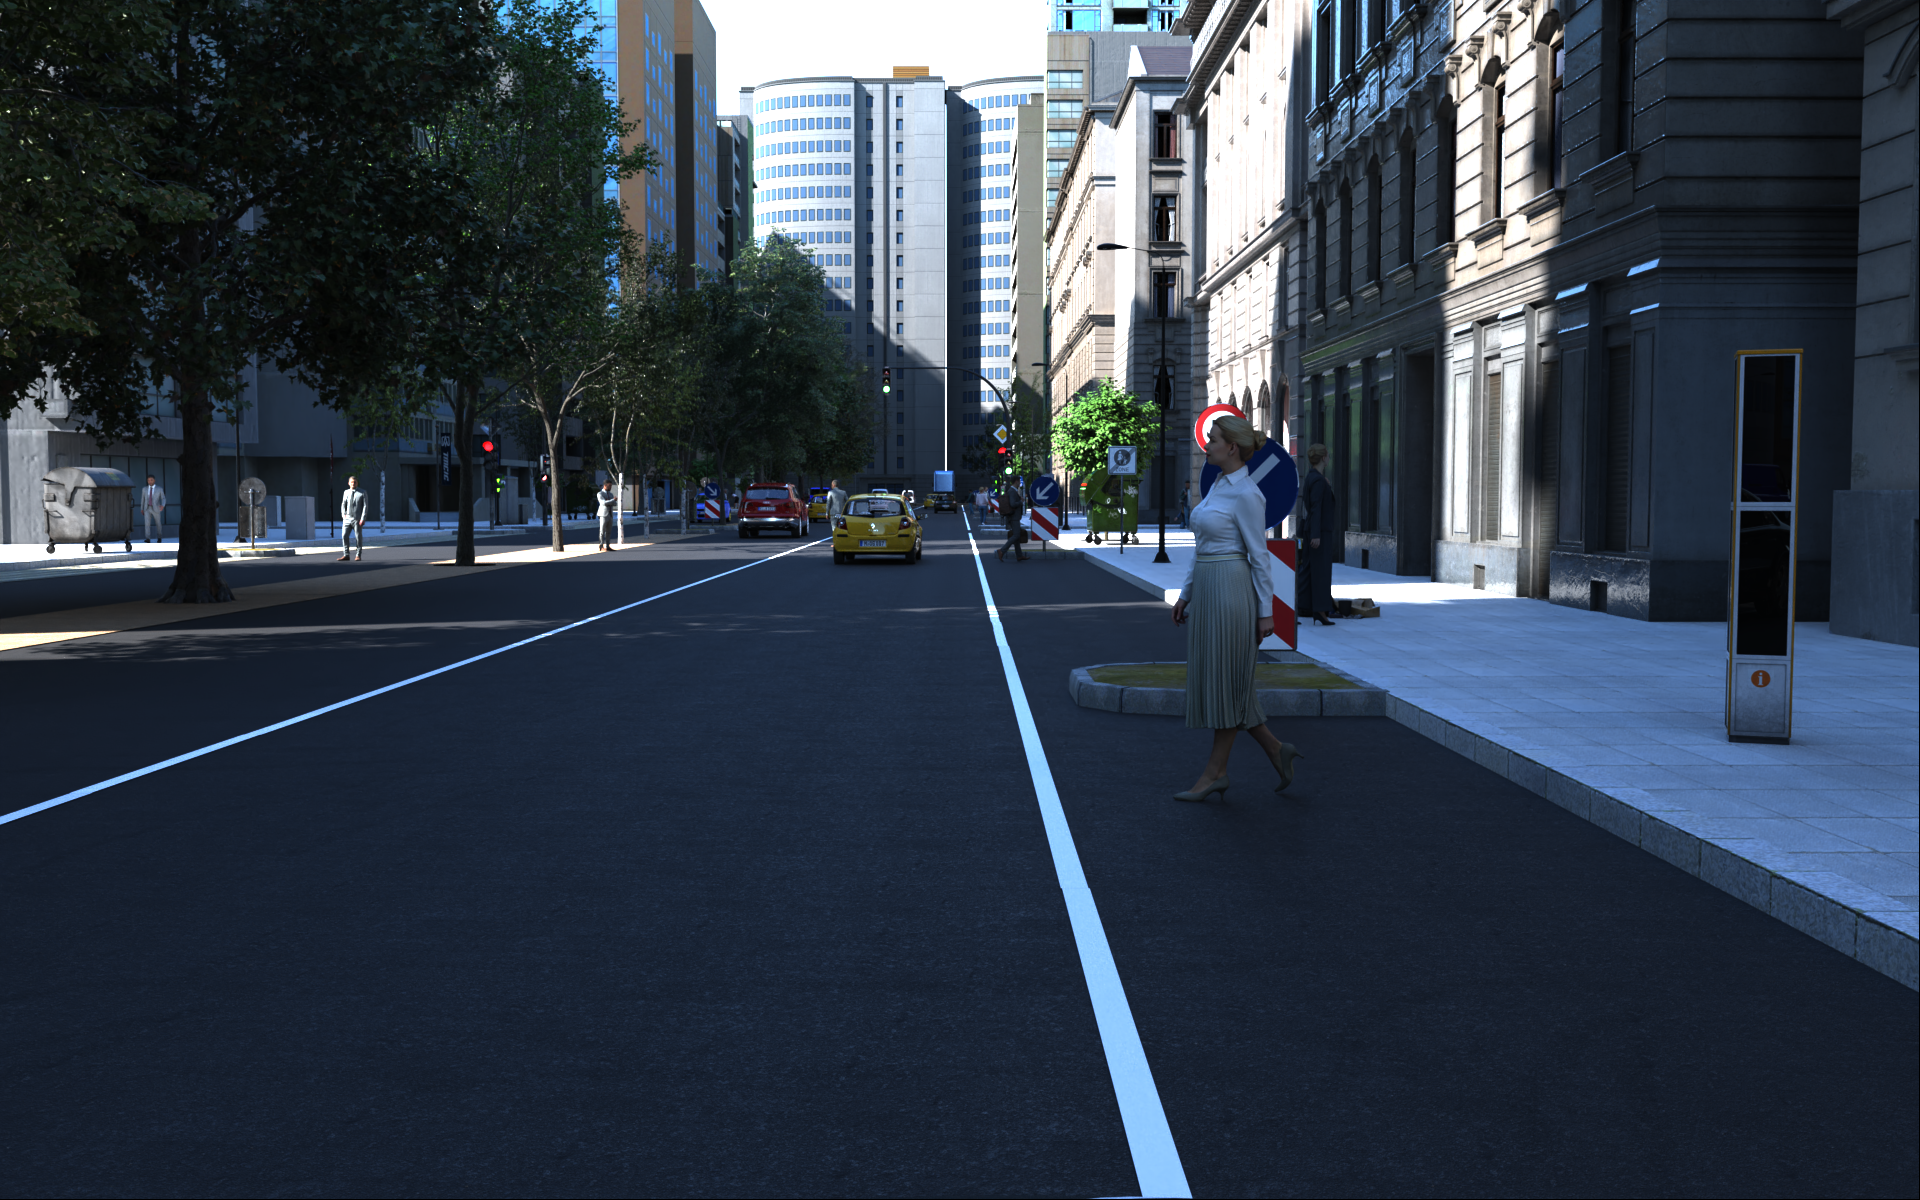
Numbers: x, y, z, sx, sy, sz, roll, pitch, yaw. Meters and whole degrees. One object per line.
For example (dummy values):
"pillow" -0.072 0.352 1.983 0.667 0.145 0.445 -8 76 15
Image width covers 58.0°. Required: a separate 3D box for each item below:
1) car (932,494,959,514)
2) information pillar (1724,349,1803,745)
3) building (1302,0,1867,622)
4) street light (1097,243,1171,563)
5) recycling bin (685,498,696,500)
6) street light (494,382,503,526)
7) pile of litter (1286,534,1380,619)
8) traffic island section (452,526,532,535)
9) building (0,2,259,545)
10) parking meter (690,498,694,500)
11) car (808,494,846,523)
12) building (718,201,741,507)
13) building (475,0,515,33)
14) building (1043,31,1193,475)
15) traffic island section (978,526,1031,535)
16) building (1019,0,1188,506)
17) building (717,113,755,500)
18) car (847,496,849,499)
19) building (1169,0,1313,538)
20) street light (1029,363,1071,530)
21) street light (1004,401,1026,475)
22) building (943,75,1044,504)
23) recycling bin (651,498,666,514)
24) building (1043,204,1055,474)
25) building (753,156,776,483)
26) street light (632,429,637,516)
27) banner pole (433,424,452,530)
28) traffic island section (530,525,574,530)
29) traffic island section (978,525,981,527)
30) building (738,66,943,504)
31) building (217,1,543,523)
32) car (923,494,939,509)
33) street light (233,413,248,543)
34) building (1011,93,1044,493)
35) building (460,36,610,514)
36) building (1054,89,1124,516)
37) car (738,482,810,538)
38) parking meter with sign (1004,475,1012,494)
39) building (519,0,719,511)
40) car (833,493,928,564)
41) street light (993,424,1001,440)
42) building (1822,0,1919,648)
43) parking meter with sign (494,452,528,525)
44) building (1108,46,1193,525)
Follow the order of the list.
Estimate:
"car" -1.059 -7.285 128.890 2.009 1.686 4.222 0 4 0
"information pillar" 4.155 -0.274 8.969 0.304 2.012 0.304 1 4 21
"building" 11.586 -10.794 25.640 9.793 20.994 18.267 0 3 0
"street light" 3.234 -3.651 32.238 1.470 5.913 1.316 0 3 0
"recycling bin" -18.928 -6.684 121.829 0.722 1.027 0.722 2 4 23
"street light" -18.137 -5.951 69.833 1.470 5.913 1.316 0 3 0
"pile of litter" 3.885 -0.284 18.615 1.176 0.858 1.719 0 4 2
"traffic island section" -16.798 -2.435 62.092 2.009 0.180 2.903 0 3 0
"building" -29.013 -22.375 49.424 14.086 41.232 14.154 0 3 0
"parking meter" -18.602 -6.979 119.817 0.399 1.863 0.255 3 4 37
"car" -6.745 -4.747 87.836 2.015 1.641 3.980 0 4 2
"building" -29.128 -24.203 167.420 14.160 30.474 14.107 0 3 0
"building" -30.120 -29.638 134.695 14.600 45.320 14.200 0 3 0
"building" 14.513 -28.963 157.142 14.154 41.232 14.086 0 3 0
"traffic island section" 1.744 -2.435 62.099 2.009 0.180 2.903 0 3 0
"building" 17.818 -52.941 178.262 22.319 86.520 31.000 0 3 0
"building" -29.330 -30.456 181.550 14.154 41.232 14.086 0 3 0
"car" -13.390 -11.169 195.196 1.945 1.354 3.894 0 4 1
"building" 13.678 -12.534 46.735 13.314 21.916 24.055 0 3 0
"street light" 3.232 -5.432 61.350 1.470 5.913 1.316 0 3 0
"street light" 3.080 -6.969 86.489 1.470 5.913 1.316 0 3 0
"building" 12.139 -42.772 241.324 28.212 58.520 21.231 0 3 0
"recycling bin" -19.056 -5.923 109.397 0.722 1.027 0.722 -3 4 -37
"building" 13.125 -20.509 132.584 12.463 27.353 25.104 0 3 0
"building" -37.607 -33.736 206.207 28.867 44.769 22.147 0 3 0
"street light" -18.211 -7.773 99.634 1.470 5.913 1.316 0 3 0
"banner pole" -18.568 -4.413 62.177 0.863 3.779 0.401 2 4 25
"traffic island section" -16.802 -2.923 70.078 2.009 0.180 2.903 0 3 0
"traffic island section" 1.739 -2.924 70.084 2.009 0.180 2.903 0 3 0
"building" -16.073 -42.804 241.836 28.212 58.520 21.231 0 3 0
"building" -38.647 -24.089 85.734 32.217 40.220 23.993 0 3 0
"car" -2.552 -9.504 165.610 2.015 1.641 3.980 0 4 1
"street light" -18.327 -4.445 45.216 1.470 5.913 1.316 0 3 0
"building" 17.093 -35.631 206.273 21.300 48.544 21.600 0 3 0
"building" -31.407 -20.877 113.035 14.160 30.474 14.107 0 3 0
"building" 12.998 -18.963 107.315 12.463 27.353 25.104 0 3 0
"car" -6.214 -3.016 57.984 2.281 1.827 5.304 0 4 -1
"parking meter with sign" 3.399 -7.758 123.099 0.543 3.016 1.738 0 4 -1
"building" -29.086 -30.686 151.828 14.600 45.320 14.200 0 3 0
"car" -1.712 -1.628 36.834 2.015 1.641 3.980 0 4 1
"street light" 3.140 -8.750 115.602 1.470 5.913 1.316 0 3 0
"building" 14.216 -13.246 3.965 14.401 28.519 23.554 0 3 0
"parking meter with sign" -18.824 -4.657 72.403 0.543 3.016 1.738 2 4 29
"building" 16.106 -13.930 76.898 18.267 20.994 9.793 0 3 0
